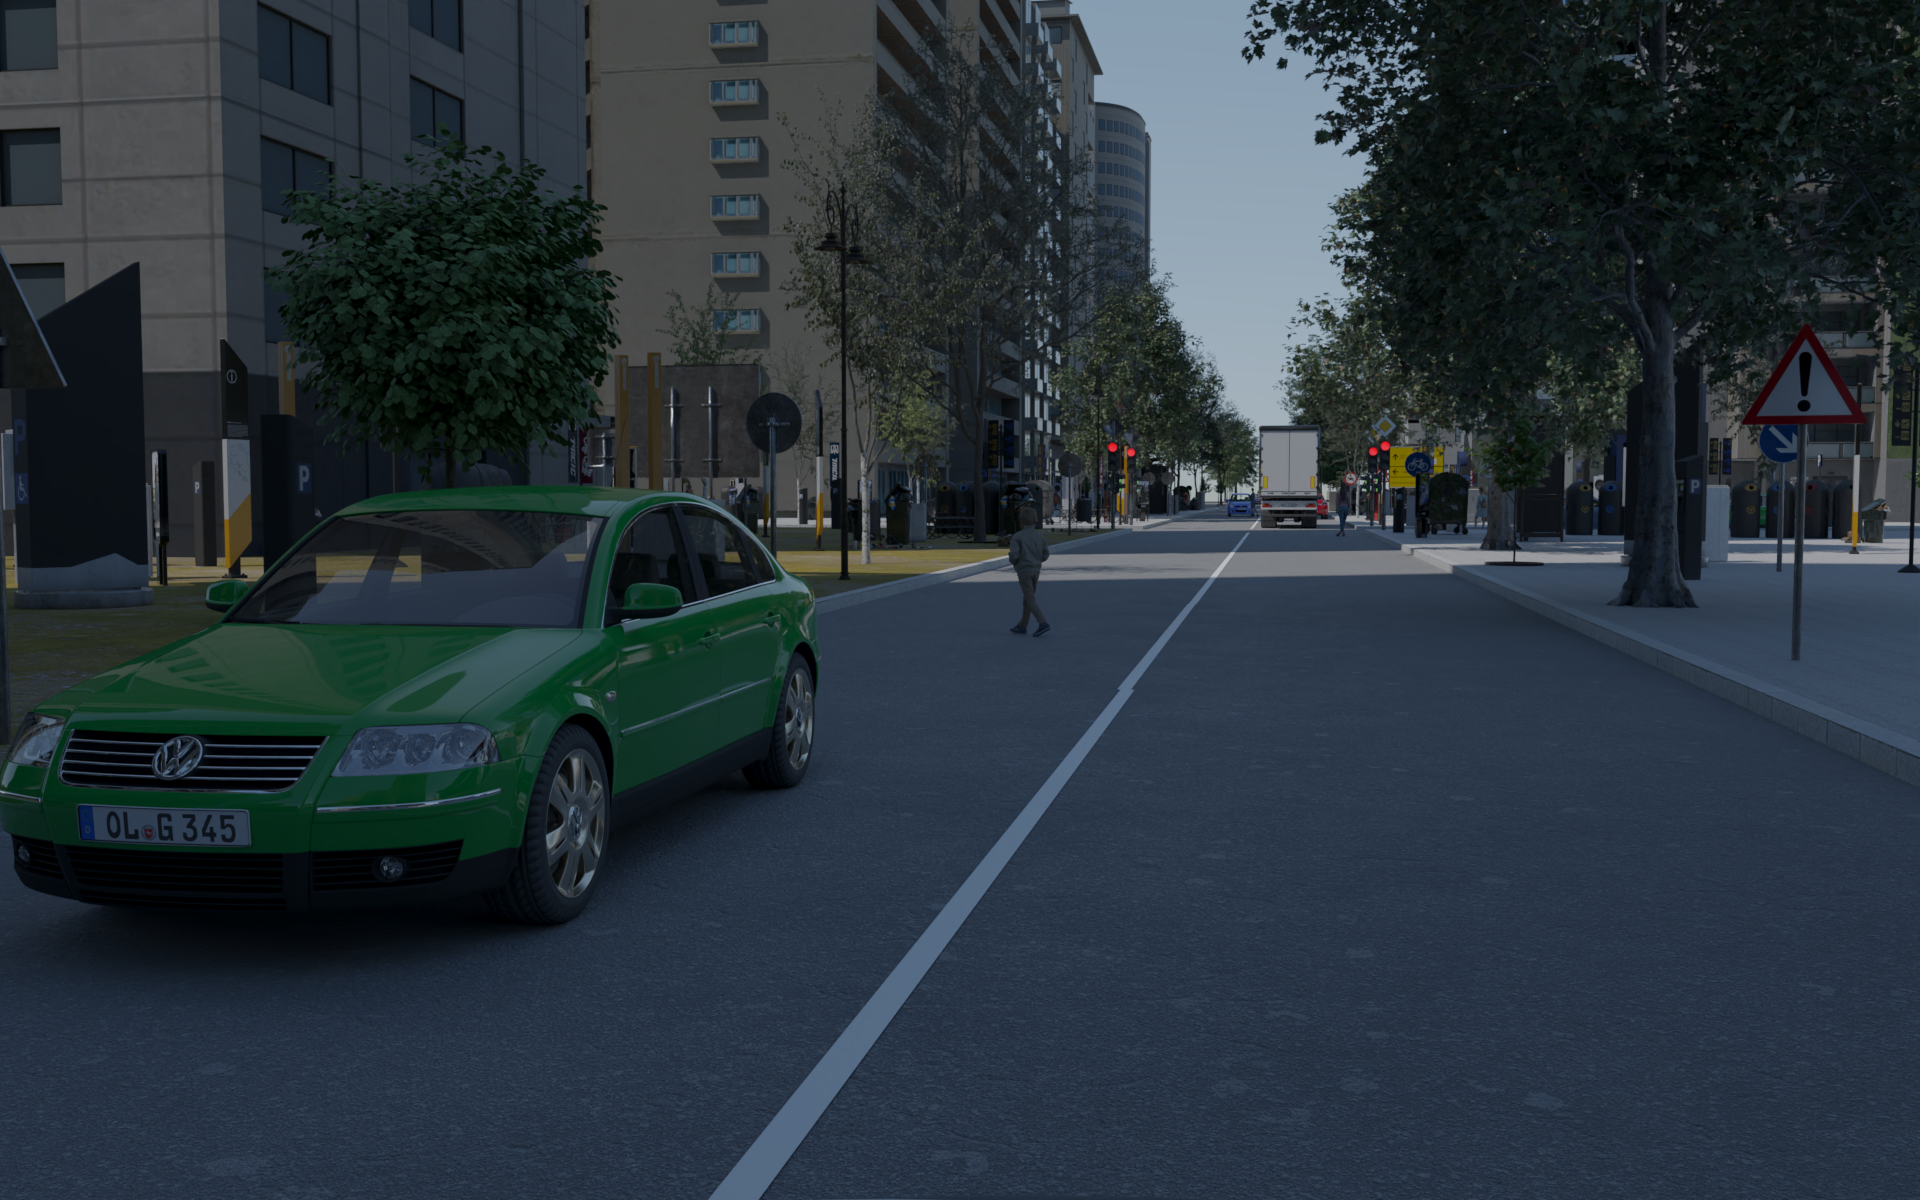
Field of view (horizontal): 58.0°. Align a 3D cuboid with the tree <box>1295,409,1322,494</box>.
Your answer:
[{"bbox_3d":[40.806,-16.537,196.129,9.928,11.665,9.643,0,3,0],"label":"tree"}]

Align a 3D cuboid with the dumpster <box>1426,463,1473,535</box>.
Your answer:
[{"bbox_3d":[15.502,-3.227,55.253,1.502,2.255,1.985,1,4,10],"label":"dumpster"}]

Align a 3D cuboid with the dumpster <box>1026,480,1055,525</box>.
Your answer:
[{"bbox_3d":[3.237,-4.057,72.098,1.264,1.857,1.865,1,4,10],"label":"dumpster"}]

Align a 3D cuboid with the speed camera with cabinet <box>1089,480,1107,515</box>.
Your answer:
[{"bbox_3d":[8.543,-6.918,107.444,0.660,3.252,2.038,1,4,21],"label":"speed camera with cabinet"}]

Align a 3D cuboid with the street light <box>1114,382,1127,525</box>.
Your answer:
[{"bbox_3d":[6.637,-6.038,71.509,0.468,5.910,1.993,1,4,10],"label":"street light"}]

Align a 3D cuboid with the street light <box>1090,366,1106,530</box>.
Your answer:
[{"bbox_3d":[4.996,-5.490,62.543,0.468,5.910,1.993,1,4,10],"label":"street light"}]

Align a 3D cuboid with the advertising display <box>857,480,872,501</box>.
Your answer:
[{"bbox_3d":[-4.264,-4.429,77.620,0.123,1.923,0.974,2,4,32],"label":"advertising display"}]

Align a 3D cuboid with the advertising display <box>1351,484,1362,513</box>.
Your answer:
[{"bbox_3d":[26.436,-6.777,116.020,0.974,1.923,0.123,1,4,12],"label":"advertising display"}]

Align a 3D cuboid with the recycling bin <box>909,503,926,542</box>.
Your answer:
[{"bbox_3d":[-1.291,-2.094,46.784,0.722,1.027,0.722,0,4,-5],"label":"recycling bin"}]

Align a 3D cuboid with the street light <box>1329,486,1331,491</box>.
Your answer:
[{"bbox_3d":[30.998,-10.556,145.386,0.468,5.910,1.993,1,4,10],"label":"street light"}]

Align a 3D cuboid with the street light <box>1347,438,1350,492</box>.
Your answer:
[{"bbox_3d":[23.945,-8.206,106.952,0.468,5.910,1.993,1,4,10],"label":"street light"}]

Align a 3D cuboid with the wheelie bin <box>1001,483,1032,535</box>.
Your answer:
[{"bbox_3d":[1.659,-2.546,49.537,0.980,1.594,0.693,-3,4,-37],"label":"wheelie bin"}]

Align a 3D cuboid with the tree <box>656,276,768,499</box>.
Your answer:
[{"bbox_3d":[-8.699,-6.685,59.661,4.737,8.622,4.395,0,3,0],"label":"tree"}]

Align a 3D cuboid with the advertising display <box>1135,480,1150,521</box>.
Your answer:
[{"bbox_3d":[8.577,-4.660,81.408,0.123,1.923,0.974,3,5,42],"label":"advertising display"}]

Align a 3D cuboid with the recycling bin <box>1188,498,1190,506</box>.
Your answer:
[{"bbox_3d":[18.561,-7.983,143.081,0.722,1.027,0.722,-1,4,-23],"label":"recycling bin"}]

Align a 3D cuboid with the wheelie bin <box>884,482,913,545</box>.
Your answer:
[{"bbox_3d":[-1.555,-2.209,44.023,0.693,1.594,0.980,0,4,4],"label":"wheelie bin"}]

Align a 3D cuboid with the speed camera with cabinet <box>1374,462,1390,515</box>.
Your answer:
[{"bbox_3d":[26.268,-6.869,106.643,0.660,3.252,2.038,-2,4,-27],"label":"speed camera with cabinet"}]

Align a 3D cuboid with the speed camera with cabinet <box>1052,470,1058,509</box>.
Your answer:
[{"bbox_3d":[7.093,-8.885,139.603,2.038,3.252,0.660,-1,4,-21],"label":"speed camera with cabinet"}]

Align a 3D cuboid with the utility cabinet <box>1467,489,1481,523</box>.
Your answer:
[{"bbox_3d":[22.198,-4.088,75.521,1.173,1.500,0.318,-2,4,-25],"label":"utility cabinet"}]

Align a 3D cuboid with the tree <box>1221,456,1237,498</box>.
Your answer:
[{"bbox_3d":[42.550,-19.755,273.352,4.737,8.622,4.395,0,3,0],"label":"tree"}]

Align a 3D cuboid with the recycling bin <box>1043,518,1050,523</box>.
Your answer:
[{"bbox_3d":[3.630,-3.993,77.847,0.722,1.027,0.722,-3,5,-44],"label":"recycling bin"}]

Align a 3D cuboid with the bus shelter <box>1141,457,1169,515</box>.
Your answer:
[{"bbox_3d":[12.579,-7.259,109.965,1.731,3.624,6.357,1,4,10],"label":"bus shelter"}]

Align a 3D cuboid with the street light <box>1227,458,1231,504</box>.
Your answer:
[{"bbox_3d":[35.583,-15.646,228.592,0.468,5.910,1.993,1,4,10],"label":"street light"}]

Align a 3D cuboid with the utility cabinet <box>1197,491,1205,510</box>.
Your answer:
[{"bbox_3d":[19.751,-8.155,142.012,0.318,1.500,1.173,-1,4,-11],"label":"utility cabinet"}]

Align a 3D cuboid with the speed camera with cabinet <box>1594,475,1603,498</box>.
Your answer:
[{"bbox_3d":[30.682,-5.504,84.322,0.660,3.252,2.038,-3,4,-37],"label":"speed camera with cabinet"}]

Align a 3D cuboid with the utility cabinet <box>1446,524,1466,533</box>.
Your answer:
[{"bbox_3d":[16.669,-2.873,58.138,0.306,1.237,1.020,0,4,-7],"label":"utility cabinet"}]

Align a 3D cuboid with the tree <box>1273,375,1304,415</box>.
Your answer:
[{"bbox_3d":[51.952,-24.161,250.918,12.611,20.169,13.585,0,3,0],"label":"tree"}]

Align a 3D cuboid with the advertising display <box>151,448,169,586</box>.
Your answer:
[{"bbox_3d":[-11.344,-1.184,24.571,0.123,1.923,0.974,-2,4,-30],"label":"advertising display"}]

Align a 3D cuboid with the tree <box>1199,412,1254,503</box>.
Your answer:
[{"bbox_3d":[36.885,-19.743,240.931,7.486,12.596,7.792,0,3,0],"label":"tree"}]

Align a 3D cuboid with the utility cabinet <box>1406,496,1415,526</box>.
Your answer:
[{"bbox_3d":[18.554,-3.593,69.903,1.020,1.237,0.306,1,4,22],"label":"utility cabinet"}]

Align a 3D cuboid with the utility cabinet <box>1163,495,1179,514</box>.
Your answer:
[{"bbox_3d":[13.849,-6.278,113.814,1.020,1.237,0.306,0,4,0],"label":"utility cabinet"}]

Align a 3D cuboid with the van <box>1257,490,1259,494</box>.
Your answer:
[{"bbox_3d":[48.458,-16.690,277.270,2.240,2.365,5.245,1,4,10],"label":"van"}]

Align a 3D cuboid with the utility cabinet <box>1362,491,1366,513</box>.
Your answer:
[{"bbox_3d":[29.707,-7.416,129.930,1.173,1.500,0.318,-1,4,-18],"label":"utility cabinet"}]

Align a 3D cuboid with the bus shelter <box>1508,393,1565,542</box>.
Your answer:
[{"bbox_3d":[16.516,-4.440,50.224,2.179,5.291,8.768,1,4,10],"label":"bus shelter"}]

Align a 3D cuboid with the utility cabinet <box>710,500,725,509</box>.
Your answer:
[{"bbox_3d":[-3.197,-0.522,19.691,1.020,1.237,0.306,1,4,16],"label":"utility cabinet"}]

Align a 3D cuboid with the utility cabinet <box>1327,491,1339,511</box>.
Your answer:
[{"bbox_3d":[27.545,-7.268,127.508,1.173,1.500,0.318,-2,4,-28],"label":"utility cabinet"}]

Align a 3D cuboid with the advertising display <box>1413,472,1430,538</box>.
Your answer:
[{"bbox_3d":[13.543,-2.784,50.730,0.123,1.923,0.974,2,4,32],"label":"advertising display"}]

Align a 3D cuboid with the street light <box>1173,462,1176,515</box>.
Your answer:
[{"bbox_3d":[13.429,-8.283,108.222,0.468,5.910,1.993,1,4,10],"label":"street light"}]

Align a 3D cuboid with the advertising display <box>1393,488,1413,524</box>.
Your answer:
[{"bbox_3d":[18.959,-4.202,73.919,0.974,1.923,0.123,-1,4,-13],"label":"advertising display"}]

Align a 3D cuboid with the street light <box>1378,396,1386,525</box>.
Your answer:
[{"bbox_3d":[17.299,-6.015,71.133,0.468,5.910,1.993,1,4,10],"label":"street light"}]

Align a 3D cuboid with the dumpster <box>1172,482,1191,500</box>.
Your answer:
[{"bbox_3d":[18.048,-8.496,141.407,1.502,2.255,1.985,1,4,10],"label":"dumpster"}]

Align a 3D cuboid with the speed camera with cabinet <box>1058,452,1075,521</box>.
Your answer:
[{"bbox_3d":[5.119,-5.360,81.968,0.660,3.252,2.038,0,4,5],"label":"speed camera with cabinet"}]

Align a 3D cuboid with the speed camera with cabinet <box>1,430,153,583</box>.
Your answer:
[{"bbox_3d":[-13.123,-1.913,25.606,0.660,3.252,2.038,3,5,43],"label":"speed camera with cabinet"}]

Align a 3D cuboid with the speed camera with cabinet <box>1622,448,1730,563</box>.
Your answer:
[{"bbox_3d":[13.385,-2.325,32.347,2.038,3.252,0.660,-1,4,-20],"label":"speed camera with cabinet"}]

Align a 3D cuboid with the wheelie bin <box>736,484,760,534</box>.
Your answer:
[{"bbox_3d":[-6.827,-2.929,55.804,0.693,1.594,0.980,-1,4,-23],"label":"wheelie bin"}]

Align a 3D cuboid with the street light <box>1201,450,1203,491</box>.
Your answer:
[{"bbox_3d":[20.684,-10.701,147.747,0.468,5.910,1.993,1,4,10],"label":"street light"}]

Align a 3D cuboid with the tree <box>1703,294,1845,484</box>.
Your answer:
[{"bbox_3d":[25.481,-6.381,54.698,4.360,8.622,3.978,0,3,0],"label":"tree"}]

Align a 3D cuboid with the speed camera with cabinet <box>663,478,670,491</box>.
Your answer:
[{"bbox_3d":[-24.282,-9.320,146.712,2.038,3.252,0.660,-3,5,-45],"label":"speed camera with cabinet"}]

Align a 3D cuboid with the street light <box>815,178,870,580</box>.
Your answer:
[{"bbox_3d":[-1.728,-3.240,25.768,0.468,5.910,1.993,1,4,10],"label":"street light"}]

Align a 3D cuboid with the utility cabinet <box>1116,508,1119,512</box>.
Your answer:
[{"bbox_3d":[11.516,-6.855,120.752,1.173,1.500,0.318,0,4,-1],"label":"utility cabinet"}]
